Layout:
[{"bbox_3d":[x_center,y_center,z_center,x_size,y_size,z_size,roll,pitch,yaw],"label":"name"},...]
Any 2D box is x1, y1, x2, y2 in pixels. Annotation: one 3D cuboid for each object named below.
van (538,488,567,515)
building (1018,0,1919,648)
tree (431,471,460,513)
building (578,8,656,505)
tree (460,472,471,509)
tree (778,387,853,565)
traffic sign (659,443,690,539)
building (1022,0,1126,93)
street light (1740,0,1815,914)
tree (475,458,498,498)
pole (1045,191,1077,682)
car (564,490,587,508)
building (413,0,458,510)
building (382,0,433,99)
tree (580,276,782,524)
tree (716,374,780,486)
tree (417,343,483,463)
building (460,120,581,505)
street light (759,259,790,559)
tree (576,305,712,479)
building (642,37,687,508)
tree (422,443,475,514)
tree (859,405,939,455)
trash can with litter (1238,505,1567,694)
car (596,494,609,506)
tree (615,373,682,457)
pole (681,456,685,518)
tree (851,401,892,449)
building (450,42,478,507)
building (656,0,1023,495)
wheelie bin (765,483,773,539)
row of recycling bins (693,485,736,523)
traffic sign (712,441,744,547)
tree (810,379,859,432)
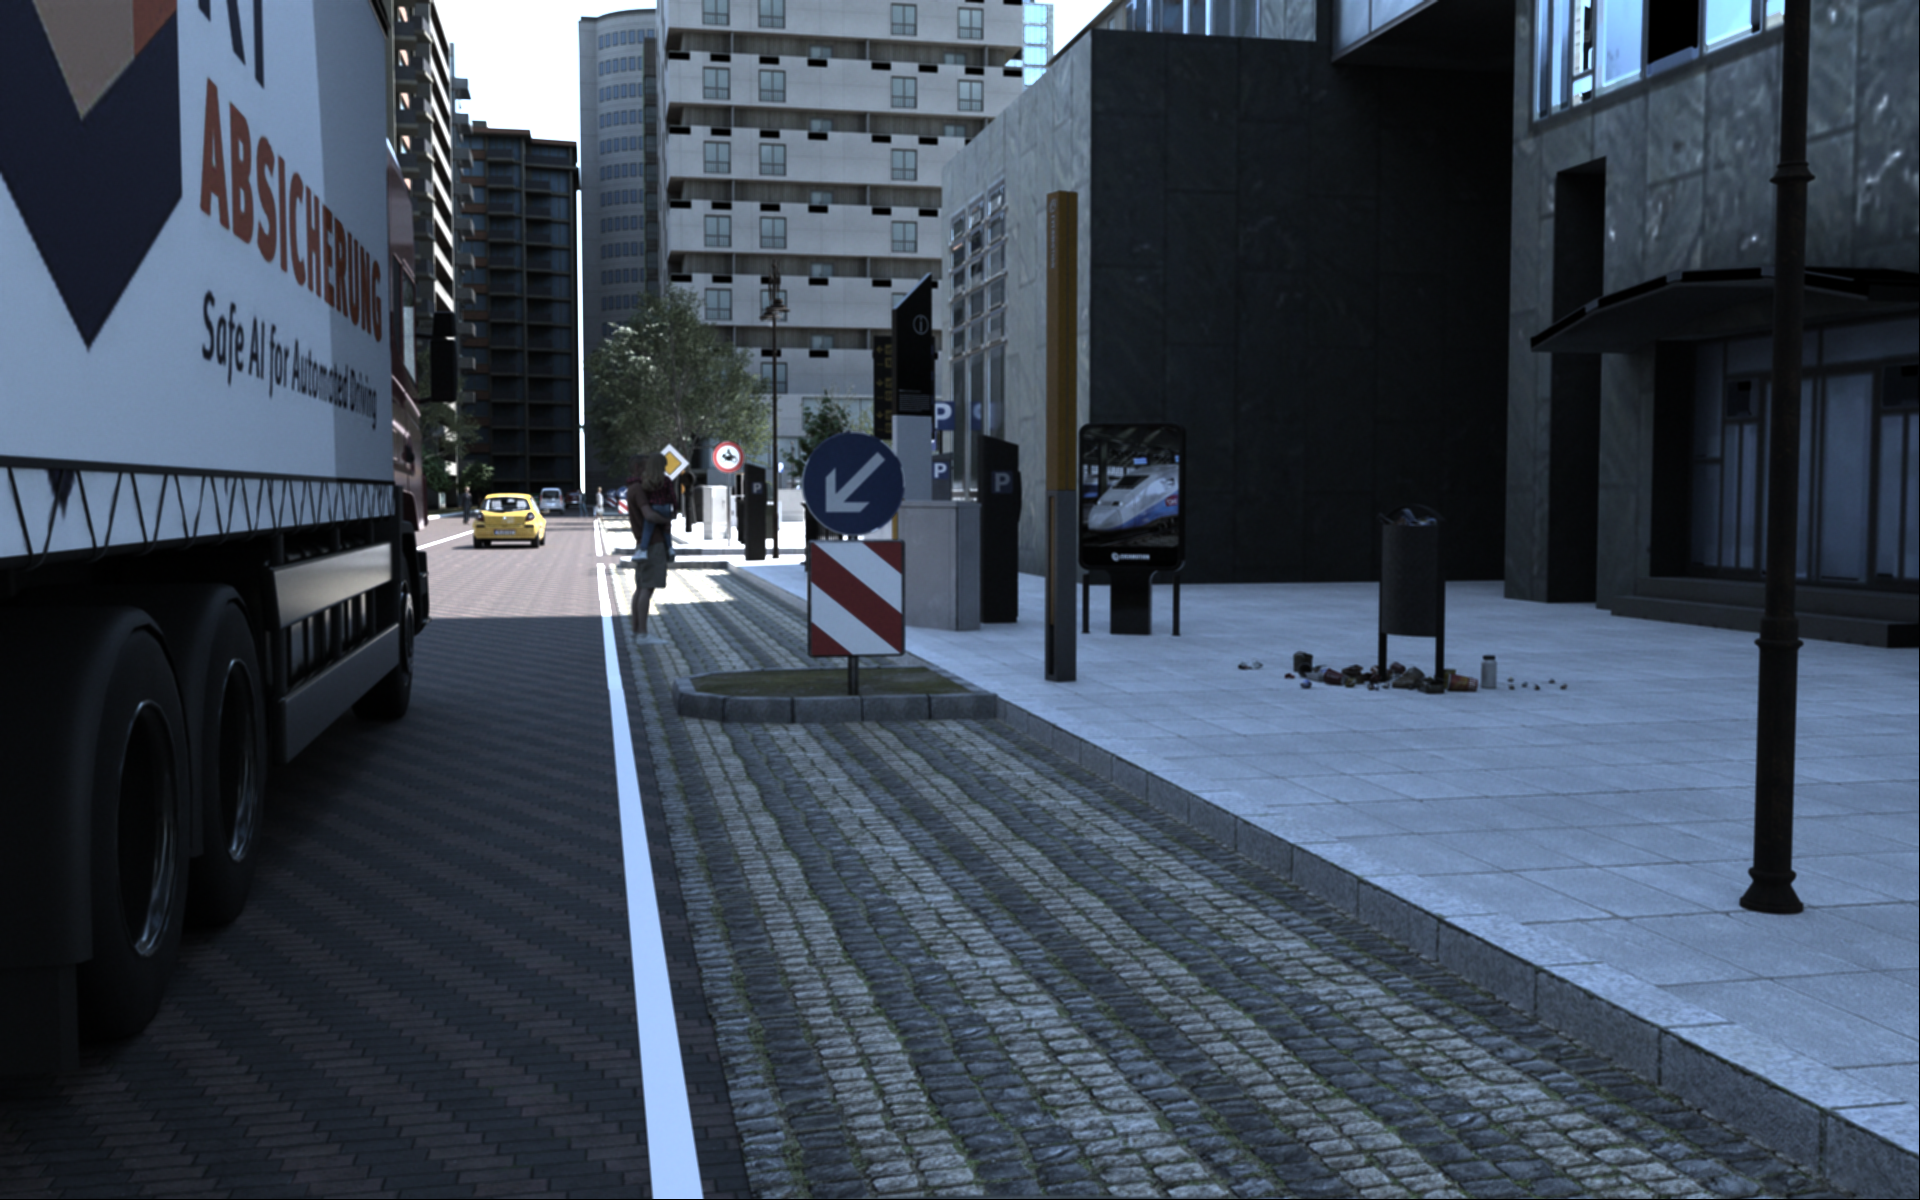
[{"bbox_3d":[-28.535,-6.982,121.161,2.013,2.044,4.112,-1,4,-11],"label":"van"},{"bbox_3d":[13.768,-43.211,19.171,22.319,86.520,31.000,-1,4,-12],"label":"building"},{"bbox_3d":[-35.886,-7.667,119.962,1.663,3.219,1.824,0,3,0],"label":"tree"},{"bbox_3d":[-31.470,-40.839,209.723,28.212,58.520,21.231,-1,4,-12],"label":"building"},{"bbox_3d":[-43.795,-9.666,152.636,1.663,3.219,1.824,0,3,0],"label":"tree"},{"bbox_3d":[-2.529,-2.254,31.450,1.663,3.219,1.824,0,3,0],"label":"tree"},{"bbox_3d":[-5.718,-1.866,34.146,0.795,2.450,0.064,-1,4,-12],"label":"traffic sign"},{"bbox_3d":[23.743,-36.528,186.476,27.495,52.752,28.713,-1,4,-12],"label":"building"},{"bbox_3d":[2.517,-1.982,5.194,0.468,5.910,1.993,-1,4,-12],"label":"street light"},{"bbox_3d":[-43.716,-10.629,157.494,4.285,4.588,4.351,0,3,0],"label":"tree"},{"bbox_3d":[0.691,-1.099,11.813,0.158,3.312,0.155,0,3,0],"label":"pole"},{"bbox_3d":[-39.009,-10.209,175.595,2.281,1.827,5.304,-1,4,-12],"label":"car"},{"bbox_3d":[-55.403,-32.112,148.738,21.300,48.544,21.600,-1,4,-12],"label":"building"},{"bbox_3d":[-49.722,-28.712,124.070,22.147,44.769,28.867,-1,4,-12],"label":"building"},{"bbox_3d":[-11.567,-8.530,73.883,8.767,10.594,7.601,-2,4,-35],"label":"tree"},{"bbox_3d":[-12.352,-9.088,98.953,4.737,8.622,4.395,0,3,0],"label":"tree"},{"bbox_3d":[-32.178,-10.352,103.669,7.601,10.594,8.767,-1,4,-23],"label":"tree"},{"bbox_3d":[-59.550,-33.662,204.993,28.867,44.769,22.147,-1,4,-12],"label":"building"},{"bbox_3d":[-3.653,-3.755,34.175,0.468,5.910,1.993,-1,4,-12],"label":"street light"},{"bbox_3d":[-20.641,-12.663,113.690,9.857,13.997,8.962,0,3,0],"label":"tree"},{"bbox_3d":[-22.137,-29.160,160.357,14.154,41.232,14.086,-1,4,-12],"label":"building"},{"bbox_3d":[-34.494,-7.805,111.321,4.285,4.588,4.351,0,3,0],"label":"tree"},{"bbox_3d":[-3.007,-9.268,101.889,4.360,8.622,3.978,0,3,0],"label":"tree"},{"bbox_3d":[2.890,-0.054,11.948,1.678,1.210,2.233,-2,4,-33],"label":"trash can with litter"},{"bbox_3d":[-37.150,-10.364,181.461,2.014,1.417,4.499,-1,4,-12],"label":"car"},{"bbox_3d":[-17.983,-9.296,102.359,4.360,8.622,3.978,0,3,0],"label":"tree"},{"bbox_3d":[-14.794,-6.033,92.481,0.158,3.312,0.155,0,3,0],"label":"pole"},{"bbox_3d":[-4.546,-9.595,107.233,4.737,8.622,4.395,0,3,0],"label":"tree"},{"bbox_3d":[-64.252,-33.780,171.918,30.456,49.044,23.786,-1,4,-12],"label":"building"},{"bbox_3d":[-10.501,-33.737,140.844,28.713,52.752,27.495,-1,4,-12],"label":"building"},{"bbox_3d":[-5.688,-2.529,49.263,0.980,1.594,0.693,-3,5,-43],"label":"wheelie bin"},{"bbox_3d":[-10.559,-4.389,78.871,3.534,1.692,1.069,-2,4,-35],"label":"row of recycling bins"},{"bbox_3d":[-5.571,-2.544,41.706,0.768,2.556,0.104,-1,4,-9],"label":"traffic sign"},{"bbox_3d":[-7.796,-9.875,111.823,4.360,8.622,3.978,0,3,0],"label":"tree"}]
